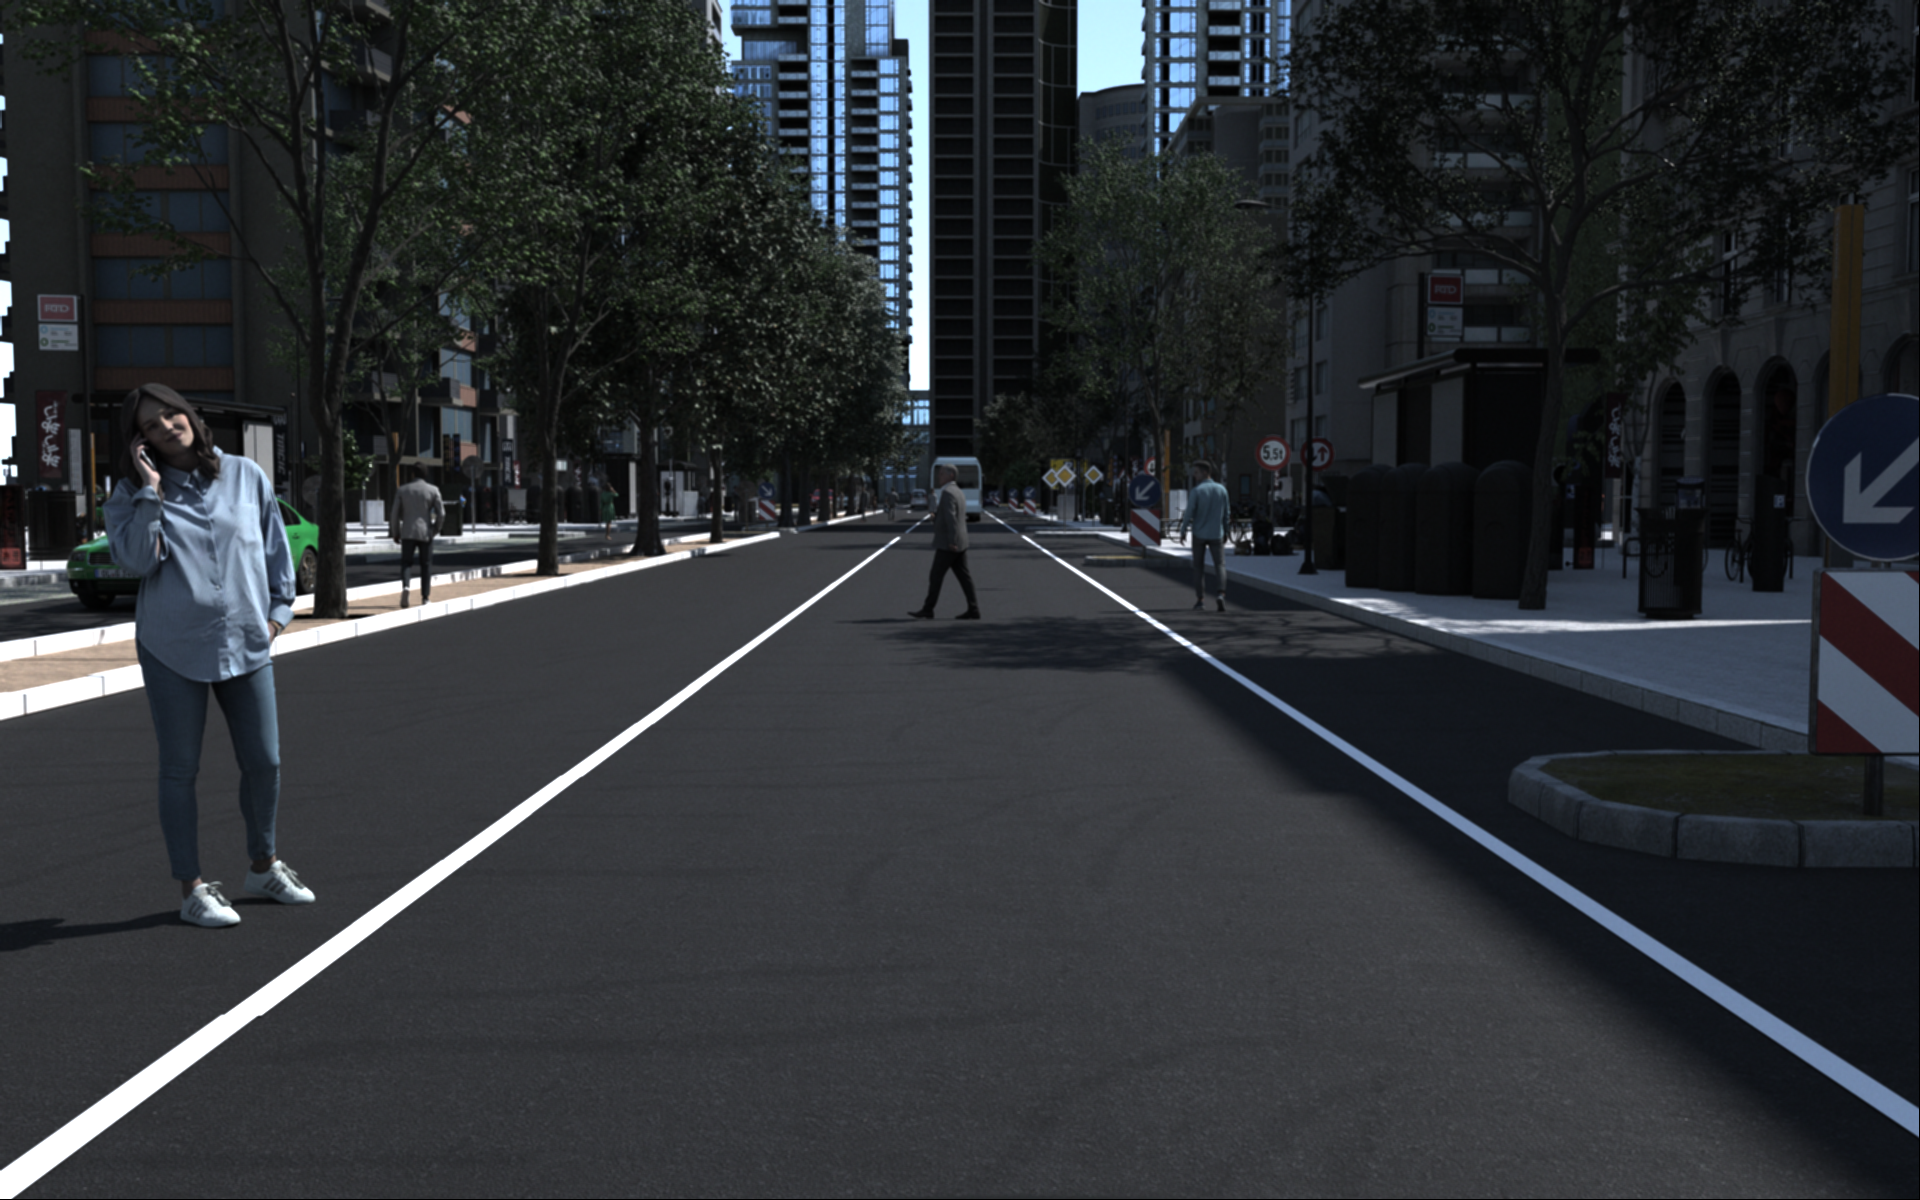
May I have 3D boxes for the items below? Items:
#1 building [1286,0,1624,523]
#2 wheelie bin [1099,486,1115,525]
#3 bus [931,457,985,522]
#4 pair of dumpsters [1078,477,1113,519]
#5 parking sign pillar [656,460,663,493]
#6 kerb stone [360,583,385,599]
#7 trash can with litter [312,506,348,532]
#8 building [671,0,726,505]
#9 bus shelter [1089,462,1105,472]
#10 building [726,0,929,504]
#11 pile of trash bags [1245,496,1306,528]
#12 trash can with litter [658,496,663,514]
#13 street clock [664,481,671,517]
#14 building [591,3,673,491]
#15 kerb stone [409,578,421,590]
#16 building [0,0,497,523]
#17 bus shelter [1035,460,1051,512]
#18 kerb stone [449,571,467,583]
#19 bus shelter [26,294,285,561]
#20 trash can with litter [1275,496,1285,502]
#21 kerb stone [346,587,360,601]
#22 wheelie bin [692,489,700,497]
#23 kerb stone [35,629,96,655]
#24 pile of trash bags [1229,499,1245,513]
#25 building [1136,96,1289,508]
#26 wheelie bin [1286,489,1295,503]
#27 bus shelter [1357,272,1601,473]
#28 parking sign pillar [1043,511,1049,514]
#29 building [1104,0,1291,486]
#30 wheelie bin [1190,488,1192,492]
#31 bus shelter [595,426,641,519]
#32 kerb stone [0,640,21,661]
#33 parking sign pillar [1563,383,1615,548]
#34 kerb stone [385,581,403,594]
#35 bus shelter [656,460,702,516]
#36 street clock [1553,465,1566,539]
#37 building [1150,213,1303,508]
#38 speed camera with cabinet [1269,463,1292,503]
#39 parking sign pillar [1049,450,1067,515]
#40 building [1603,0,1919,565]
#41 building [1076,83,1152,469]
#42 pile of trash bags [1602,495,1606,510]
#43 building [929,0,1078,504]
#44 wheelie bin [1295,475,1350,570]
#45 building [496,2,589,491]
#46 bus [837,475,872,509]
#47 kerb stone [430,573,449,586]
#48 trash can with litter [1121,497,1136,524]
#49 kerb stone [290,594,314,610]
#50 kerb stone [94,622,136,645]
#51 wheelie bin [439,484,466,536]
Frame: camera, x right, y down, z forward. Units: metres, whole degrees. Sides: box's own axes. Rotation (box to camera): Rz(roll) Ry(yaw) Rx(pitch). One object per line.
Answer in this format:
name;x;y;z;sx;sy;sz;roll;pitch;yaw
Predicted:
building;23.701;-24.348;81.678;14.086;41.232;14.154;0;3;0
wheelie bin;6.187;-3.901;71.684;0.980;1.594;0.693;-1;4;-17
bus;-0.107;-6.039;93.605;2.948;3.499;13.247;0;4;1
pair of dumpsters;7.099;-5.374;90.364;1.574;2.255;4.437;0;3;0
parking sign pillar;-22.896;-8.738;131.332;1.447;3.967;1.447;1;4;19
kerb stone;-8.213;-0.108;23.964;0.120;0.150;1.000;0;3;0
trash can with litter;-21.085;-2.851;58.001;0.624;1.170;1.055;2;4;27
building;-41.077;-39.884;194.107;28.212;58.520;21.231;0;3;0
bus shelter;8.405;-7.163;111.041;2.014;3.302;5.546;0;3;0
building;-19.740;-56.967;244.074;31.000;86.520;22.319;0;3;0
pile of trash bags;12.988;-3.466;66.415;3.447;1.369;1.912;0;4;-7
trash can with litter;-19.360;-6.034;109.709;2.233;1.210;1.678;-1;4;-8
street clock;-16.495;-5.698;97.729;0.358;2.002;0.471;-2;4;-29
building;-37.649;-51.469;154.195;22.319;86.520;31.000;0;3;0
kerb stone;-8.215;-0.233;26.012;0.120;0.150;1.000;0;3;0
building;-35.874;-26.581;89.228;22.147;44.769;28.867;0;3;0
bus shelter;6.268;-7.926;120.879;1.731;3.624;6.357;0;3;0
kerb stone;-8.224;-0.355;28.056;0.120;0.150;1.000;0;3;0
bus shelter;-17.385;-3.660;37.476;2.179;5.291;8.768;0;3;0
trash can with litter;17.356;-4.970;92.639;1.055;1.170;0.624;3;5;40
kerb stone;-8.217;-0.046;22.942;0.120;0.150;1.000;0;3;0
wheelie bin;-16.669;-6.244;109.993;0.980;1.594;0.693;-1;4;-11
kerb stone;-8.207;0.392;15.778;0.120;0.150;1.000;0;3;0
pile of trash bags;12.275;-4.307;80.170;1.912;1.369;3.447;-3;4;-36
building;32.767;-28.765;162.192;32.217;40.220;23.993;0;3;0
wheelie bin;18.877;-5.534;98.391;0.693;1.594;0.980;1;4;11
bus shelter;8.129;-3.151;29.149;2.179;5.291;8.768;0;3;0
parking sign pillar;6.231;-7.720;114.691;1.447;3.967;1.447;0;4;-6
building;28.295;-53.550;188.220;22.319;86.520;31.000;0;3;0
wheelie bin;11.747;-4.746;85.497;0.980;1.594;0.693;1;4;20
bus shelter;-17.679;-6.836;89.394;2.179;5.291;8.768;0;3;0
kerb stone;-8.215;0.455;14.757;0.120;0.150;1.000;0;3;0
parking sign pillar;15.040;-3.256;41.708;1.447;3.967;1.447;3;5;41
kerb stone;-8.215;-0.171;24.986;0.120;0.150;1.000;0;3;0
bus shelter;-16.949;-6.747;104.242;2.014;3.302;5.546;0;3;0
street clock;15.148;-2.381;43.503;0.471;2.002;0.358;2;4;30
building;28.747;-16.890;121.198;27.650;21.520;28.899;0;3;0
speed camera with cabinet;17.579;-6.159;95.043;0.660;3.252;2.038;-1;4;-11
parking sign pillar;6.588;-7.235;106.768;1.447;3.967;1.447;2;4;29
building;23.156;-11.739;33.731;13.314;21.916;24.055;0;3;0
building;30.476;-42.999;245.030;28.212;58.520;21.231;0;3;0
pile of trash bags;16.305;-2.341;48.031;3.447;1.369;1.912;-1;4;-15
building;6.066;-49.248;243.454;20.611;71.187;20.563;0;3;0
wheelie bin;6.338;-1.316;29.428;0.980;1.594;0.693;-2;4;-35
building;-33.652;-26.616;118.759;14.154;41.232;14.086;0;3;0
bus;-10.028;-10.363;164.293;2.948;3.499;13.247;0;4;0
kerb stone;-8.226;-0.296;27.033;0.120;0.150;1.000;0;3;0
trash can with litter;7.062;-3.872;74.693;1.055;1.170;0.624;-3;5;-43
kerb stone;-8.231;0.017;21.920;0.120;0.150;1.000;0;3;0
kerb stone;-8.211;0.331;16.800;0.120;0.150;1.000;0;3;0
wheelie bin;-15.554;-2.751;52.885;0.980;1.594;0.693;0;4;-4
